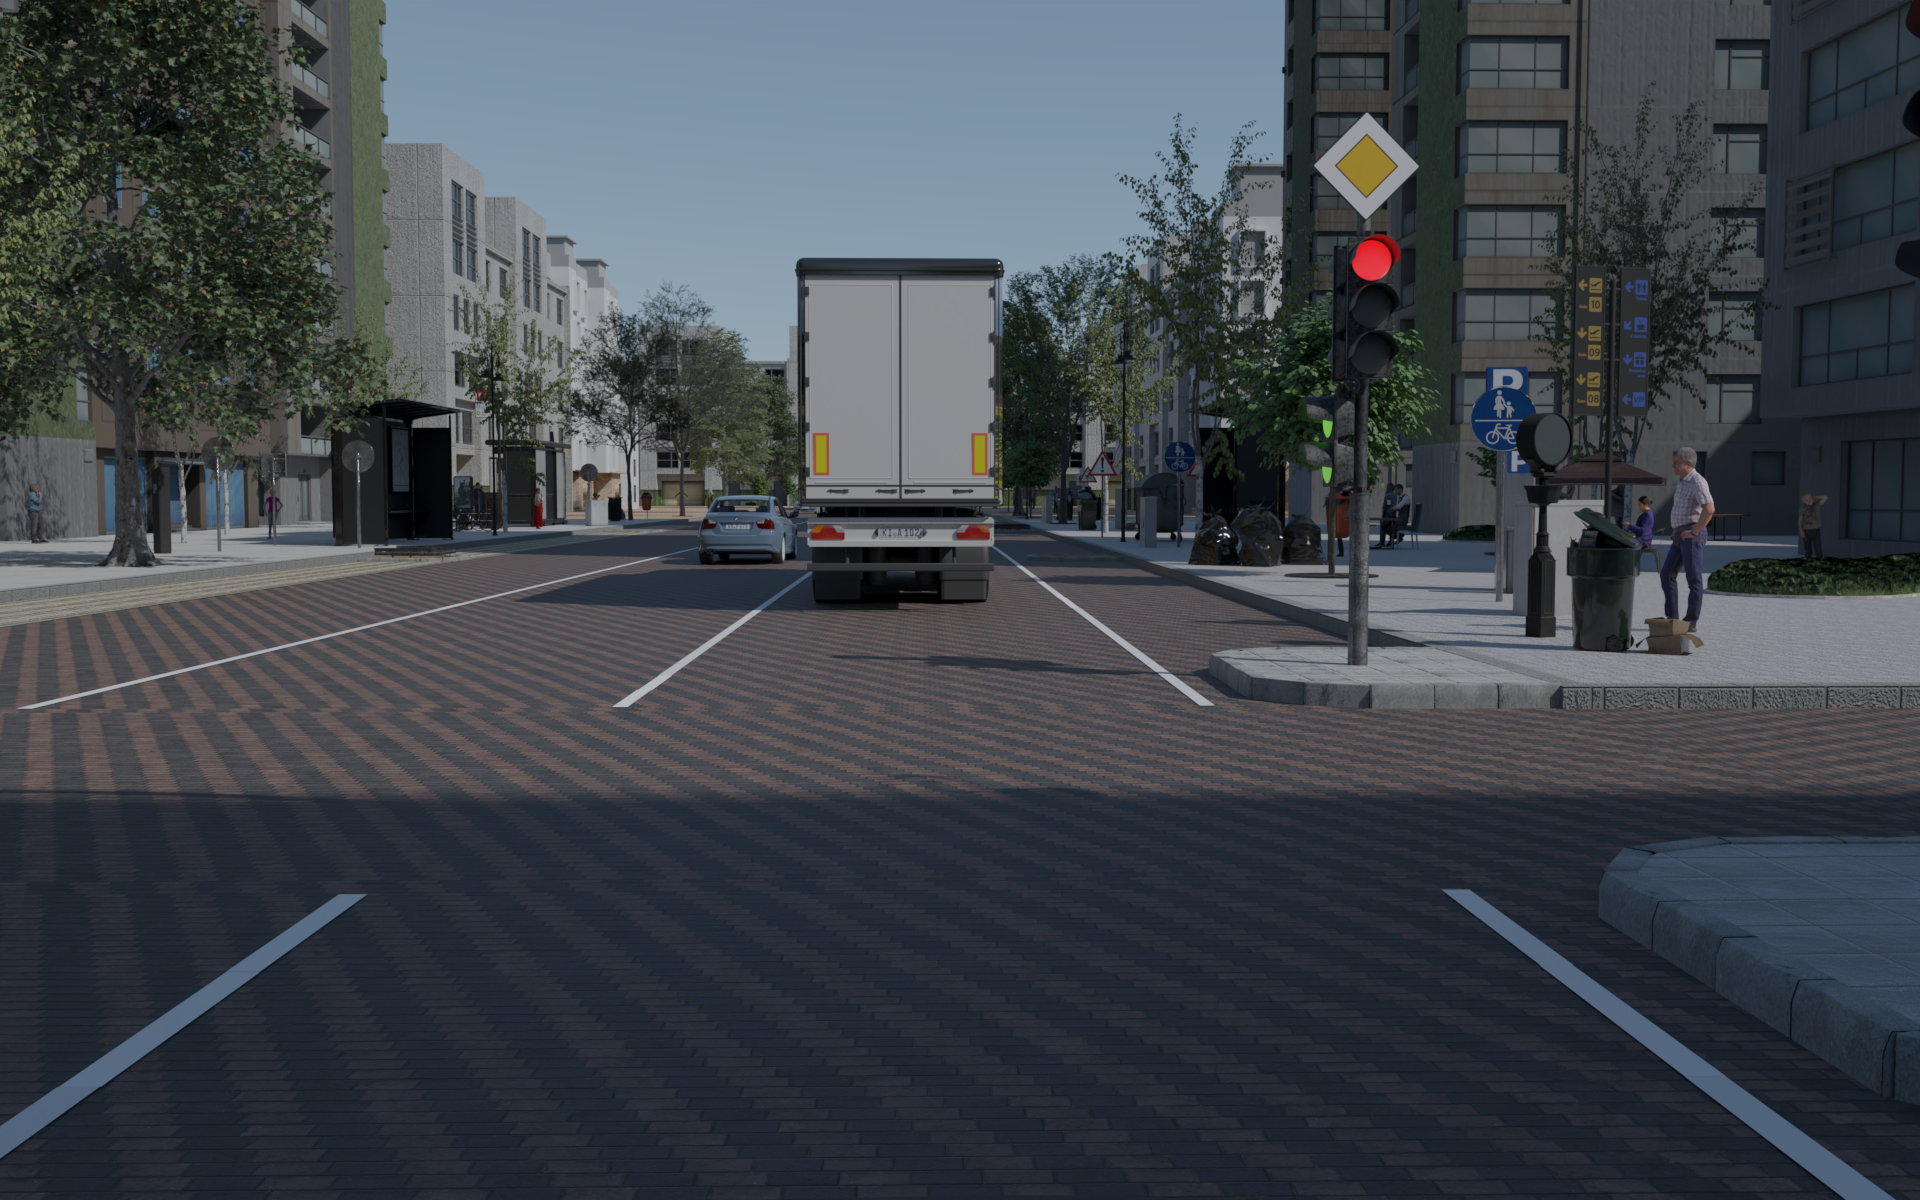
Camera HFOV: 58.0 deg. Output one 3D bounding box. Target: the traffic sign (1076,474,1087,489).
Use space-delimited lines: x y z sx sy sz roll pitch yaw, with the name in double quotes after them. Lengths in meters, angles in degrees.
6.065 -5.127 85.960 0.606 2.300 0.079 0 4 8 "traffic sign"

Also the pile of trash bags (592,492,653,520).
-17.193 -4.736 87.184 3.447 1.369 1.912 0 4 -4 "pile of trash bags"

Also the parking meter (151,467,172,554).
-17.208 -1.933 37.317 0.399 1.863 0.255 3 5 43 "parking meter"

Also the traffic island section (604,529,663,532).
-12.265 -2.594 65.284 1.991 0.108 1.994 0 4 -1 "traffic island section"

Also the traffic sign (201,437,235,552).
-16.540 -2.355 38.607 0.768 2.556 0.104 0 4 3 "traffic sign"

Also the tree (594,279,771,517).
-15.949 -11.528 98.856 12.009 13.543 11.850 0 3 0 "tree"

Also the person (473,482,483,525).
-19.656 -3.951 71.096 0.568 1.767 0.683 2 4 29 "person"

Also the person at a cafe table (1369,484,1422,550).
9.942 -1.956 40.503 1.622 1.524 1.698 0 4 -2 "person at a cafe table"

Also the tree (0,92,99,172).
-14.085 -4.437 22.903 4.737 8.622 4.395 0 3 0 "tree"

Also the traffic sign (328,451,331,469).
-16.325 -2.791 45.735 0.768 2.556 0.104 0 4 5 "traffic sign"

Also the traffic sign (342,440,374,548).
-14.224 -2.498 40.945 0.768 2.556 0.104 0 4 0 "traffic sign"

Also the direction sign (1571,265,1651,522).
6.504 -1.551 17.355 0.876 3.537 0.379 -1 4 -17 "direction sign"

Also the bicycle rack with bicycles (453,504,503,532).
-17.021 -2.836 59.758 2.925 0.926 2.852 -2 4 -26 "bicycle rack with bicycles"

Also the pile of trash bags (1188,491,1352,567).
5.966 -1.350 31.819 3.447 1.369 1.912 -2 4 -35 "pile of trash bags"

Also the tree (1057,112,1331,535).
4.995 -5.129 34.225 4.737 8.622 4.395 0 3 0 "tree"

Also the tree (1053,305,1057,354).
5.021 -6.513 56.856 4.737 8.622 4.395 0 3 0 "tree"

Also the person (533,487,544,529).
-15.458 -3.364 63.516 0.387 1.526 0.523 -2 4 -28 "person"

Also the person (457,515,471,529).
-18.023 -3.443 62.999 0.621 1.740 0.551 3 5 41 "person"

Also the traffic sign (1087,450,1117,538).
4.188 -3.116 50.948 0.884 2.594 0.081 0 4 6 "traffic sign"

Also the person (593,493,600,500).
-15.489 -3.913 73.930 0.340 1.345 0.435 0 4 8 "person"

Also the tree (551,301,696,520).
-16.438 -9.179 84.493 7.601 10.594 8.767 -3 5 -40 "tree"

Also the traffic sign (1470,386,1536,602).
6.429 -1.252 20.572 0.768 2.556 0.104 0 4 8 "traffic sign"

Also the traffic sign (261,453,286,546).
-17.050 -2.503 43.049 0.606 2.300 0.079 0 4 -1 "traffic sign"

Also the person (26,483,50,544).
-23.817 -2.225 44.634 0.429 1.552 0.499 0 3 0 "person"

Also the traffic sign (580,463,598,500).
-15.386 -4.386 71.812 0.768 2.556 0.104 0 4 4 "traffic sign"

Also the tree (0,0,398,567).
-14.901 -6.940 30.474 9.611 12.733 9.660 0 3 0 "tree"

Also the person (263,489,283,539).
-19.433 -2.428 48.971 0.726 1.435 0.776 -1 4 -18 "person"

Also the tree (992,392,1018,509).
3.152 -14.387 153.355 7.486 12.596 7.792 0 3 0 "tree"

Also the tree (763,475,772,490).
-17.287 -9.501 149.940 1.663 3.219 1.824 0 3 0 "tree"

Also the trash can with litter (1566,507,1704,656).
5.510 -0.168 14.141 1.055 1.170 0.624 2 4 33 "trash can with litter"

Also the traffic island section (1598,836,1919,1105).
3.180 1.055 5.027 2.009 0.180 2.903 0 4 -1 "traffic island section"

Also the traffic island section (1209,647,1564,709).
3.008 0.567 13.010 2.009 0.180 2.903 0 4 -1 "traffic island section"

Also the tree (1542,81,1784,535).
12.616 -4.995 32.031 4.360 8.622 3.978 0 3 0 "tree"

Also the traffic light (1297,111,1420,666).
2.968 -1.466 12.895 0.839 4.253 0.868 0 4 -1 "traffic light"

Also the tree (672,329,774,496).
-16.656 -12.330 119.730 7.486 12.596 7.792 0 3 0 "tree"

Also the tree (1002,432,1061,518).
3.865 -6.653 92.493 4.285 4.588 4.351 0 3 0 "tree"

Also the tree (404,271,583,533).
-14.921 -6.542 57.318 4.737 8.622 4.395 0 3 0 "tree"

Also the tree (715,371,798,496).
-17.745 -14.825 159.404 9.611 12.733 9.660 0 3 0 "tree"

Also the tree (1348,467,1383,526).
16.217 -4.620 70.136 1.663 3.219 1.824 0 3 0 "tree"

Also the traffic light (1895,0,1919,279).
1.050 -1.838 4.726 4.771 5.953 1.251 0 4 -1 "traffic light"

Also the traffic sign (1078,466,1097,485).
5.922 -4.906 80.218 0.884 2.594 0.081 0 4 3 "traffic sign"

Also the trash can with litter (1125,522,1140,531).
6.249 -3.023 60.808 1.055 1.170 0.624 2 4 27 "trash can with litter"

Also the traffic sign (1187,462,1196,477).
7.366 -3.229 52.803 0.884 2.594 0.081 0 4 7 "traffic sign"

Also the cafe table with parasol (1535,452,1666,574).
10.400 -1.421 28.097 2.610 1.966 2.610 -1 4 -10 "cafe table with parasol"

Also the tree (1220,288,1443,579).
5.853 -2.633 26.760 4.285 4.588 4.351 0 3 0 "tree"

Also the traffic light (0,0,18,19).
-9.340 -2.323 12.651 4.771 5.953 1.251 0 4 -1 "traffic light"

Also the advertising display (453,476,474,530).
-17.715 -3.461 61.801 0.974 1.923 0.123 3 4 36 "advertising display"

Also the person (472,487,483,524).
-20.592 -4.057 74.236 0.647 1.594 0.662 3 4 36 "person"

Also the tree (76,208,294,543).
-20.209 -5.764 44.606 4.360 8.622 3.978 0 3 0 "tree"

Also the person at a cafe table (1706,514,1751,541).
20.659 -2.403 47.799 1.698 1.524 1.622 -3 5 -43 "person at a cafe table"

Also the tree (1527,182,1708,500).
15.621 -5.606 42.014 4.737 8.622 4.395 0 3 0 "tree"

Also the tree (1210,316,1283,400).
12.420 -7.438 71.967 4.360 8.622 3.978 0 3 0 "tree"

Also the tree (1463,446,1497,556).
11.546 -2.539 36.110 1.663 3.219 1.824 0 3 0 "tree"

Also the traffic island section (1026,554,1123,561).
2.463 -0.922 37.945 1.991 0.108 1.994 0 4 -1 "traffic island section"

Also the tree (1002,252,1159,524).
4.571 -9.042 73.593 9.928 11.665 9.643 0 3 0 "tree"

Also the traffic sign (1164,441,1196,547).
5.260 -2.535 41.551 0.768 2.556 0.104 0 4 -1 "traffic sign"

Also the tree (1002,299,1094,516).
3.417 -11.276 101.373 9.611 12.733 9.660 0 3 0 "tree"

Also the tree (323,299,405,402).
-22.345 -7.013 65.029 4.737 8.622 4.395 0 3 0 "tree"

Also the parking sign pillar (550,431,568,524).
-17.478 -5.220 73.824 1.447 3.967 1.447 -1 4 -16 "parking sign pillar"
